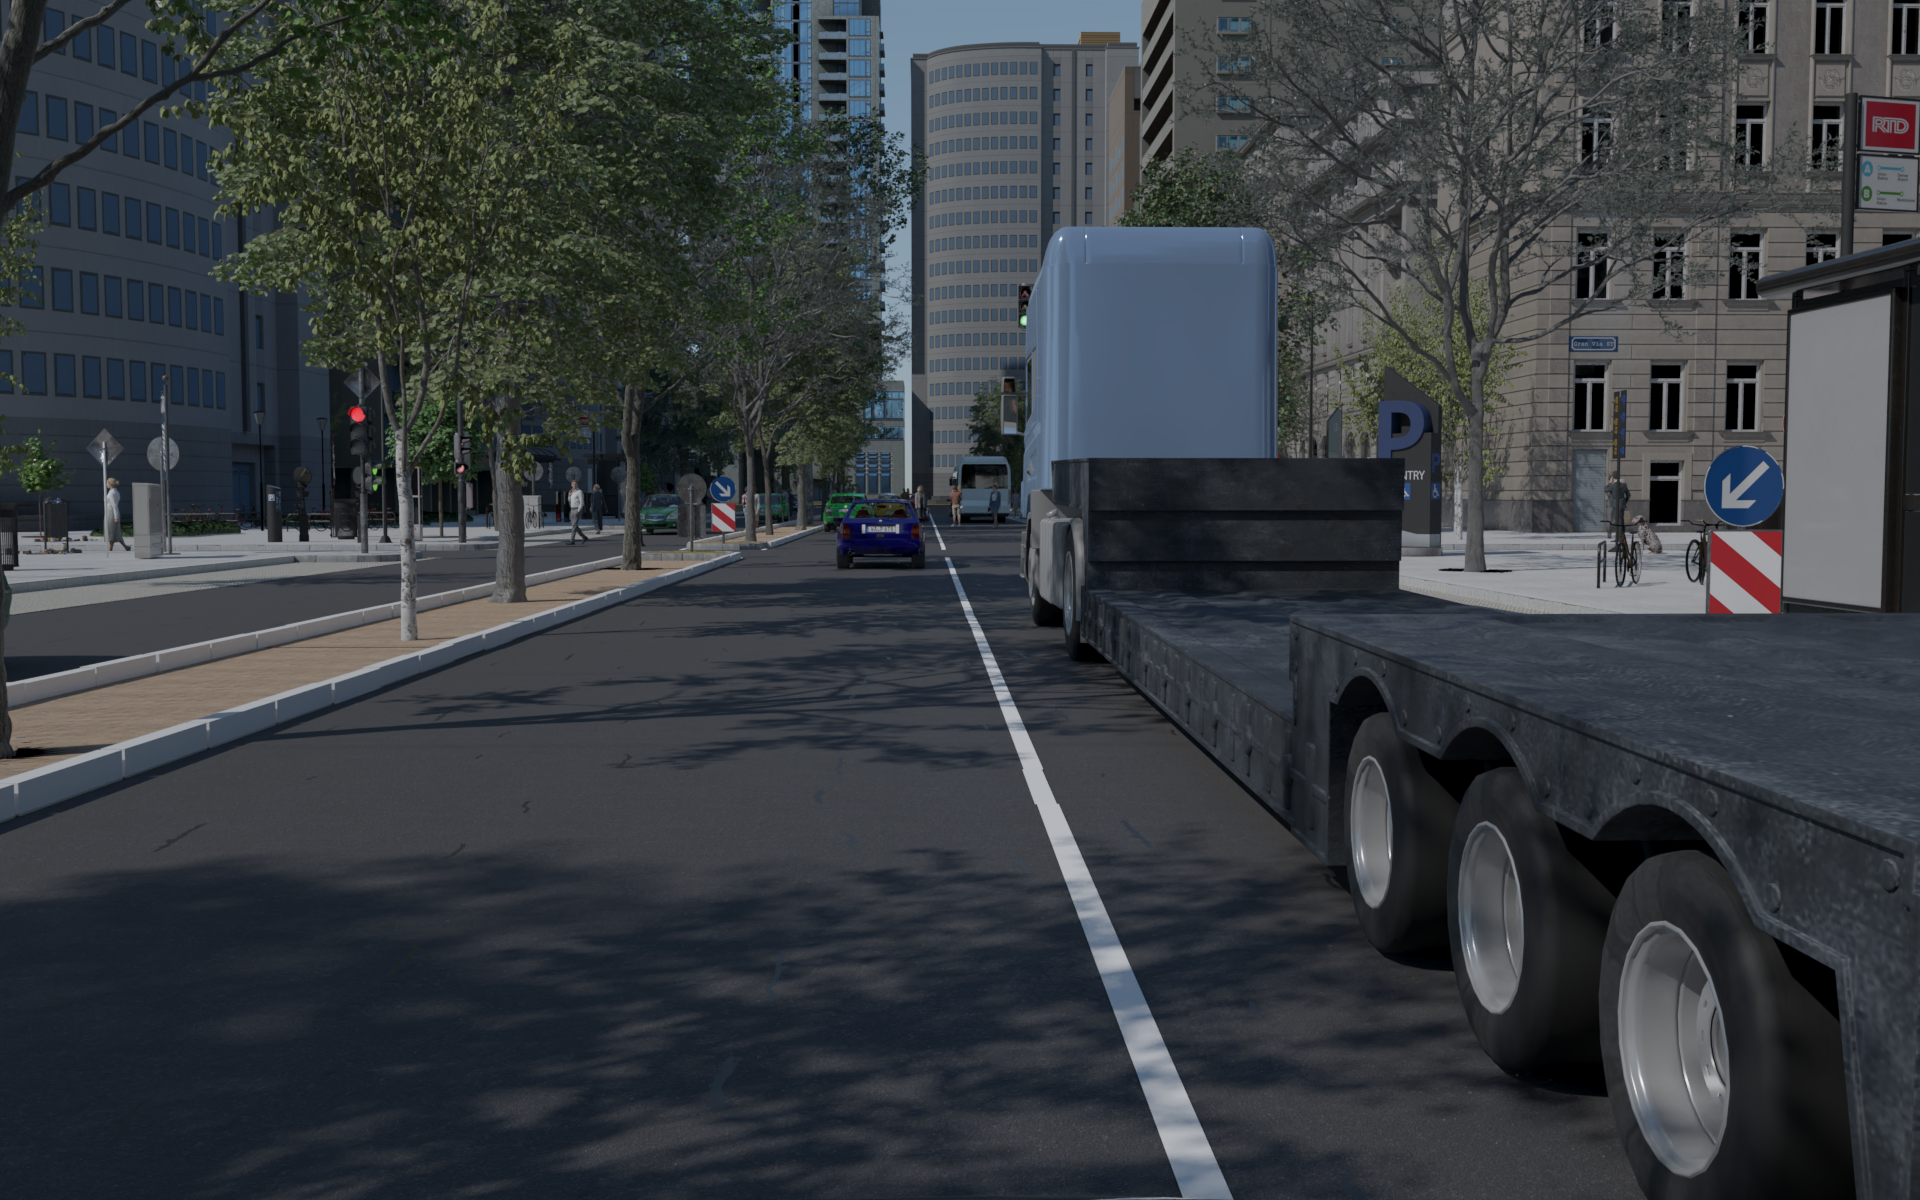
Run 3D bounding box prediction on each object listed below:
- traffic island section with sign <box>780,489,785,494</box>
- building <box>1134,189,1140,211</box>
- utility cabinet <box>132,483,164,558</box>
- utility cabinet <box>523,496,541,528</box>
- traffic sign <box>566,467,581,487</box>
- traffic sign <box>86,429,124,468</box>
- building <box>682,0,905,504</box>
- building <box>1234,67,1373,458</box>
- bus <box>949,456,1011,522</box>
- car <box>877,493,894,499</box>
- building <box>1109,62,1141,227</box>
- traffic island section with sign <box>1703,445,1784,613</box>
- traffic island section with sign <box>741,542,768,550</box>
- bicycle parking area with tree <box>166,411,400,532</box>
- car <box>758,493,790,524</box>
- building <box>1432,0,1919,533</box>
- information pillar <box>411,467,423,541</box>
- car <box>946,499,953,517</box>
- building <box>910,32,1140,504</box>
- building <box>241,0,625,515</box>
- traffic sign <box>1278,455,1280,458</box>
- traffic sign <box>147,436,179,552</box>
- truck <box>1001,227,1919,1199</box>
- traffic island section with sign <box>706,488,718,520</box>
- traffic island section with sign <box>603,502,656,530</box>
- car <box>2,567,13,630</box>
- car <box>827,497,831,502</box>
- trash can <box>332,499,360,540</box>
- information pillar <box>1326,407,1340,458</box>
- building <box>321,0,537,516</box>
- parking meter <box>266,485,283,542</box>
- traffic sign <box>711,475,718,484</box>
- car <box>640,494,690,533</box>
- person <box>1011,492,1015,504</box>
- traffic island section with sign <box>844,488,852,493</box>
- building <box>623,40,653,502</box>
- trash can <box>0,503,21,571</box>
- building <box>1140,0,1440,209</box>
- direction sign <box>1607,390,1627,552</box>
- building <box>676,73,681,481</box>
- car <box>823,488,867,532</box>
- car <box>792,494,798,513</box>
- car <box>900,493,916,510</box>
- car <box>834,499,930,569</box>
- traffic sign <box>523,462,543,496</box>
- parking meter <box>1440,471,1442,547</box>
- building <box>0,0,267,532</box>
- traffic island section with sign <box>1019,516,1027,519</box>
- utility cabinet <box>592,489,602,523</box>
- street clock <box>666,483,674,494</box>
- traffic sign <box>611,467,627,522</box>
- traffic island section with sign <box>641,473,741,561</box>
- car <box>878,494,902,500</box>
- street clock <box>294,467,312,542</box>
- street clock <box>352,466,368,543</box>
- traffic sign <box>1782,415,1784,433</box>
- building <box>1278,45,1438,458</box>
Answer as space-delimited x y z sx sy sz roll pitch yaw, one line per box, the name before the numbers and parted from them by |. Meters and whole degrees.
traffic island section with sign | -15.003 -8.502 147.642 1.989 1.847 2.006 0 4 -1
building | 23.211 -24.029 164.582 14.160 30.474 14.107 0 4 -1
utility cabinet | -16.197 -1.584 34.584 0.318 1.500 1.173 -1 4 -13
utility cabinet | -16.612 -3.385 66.502 1.020 1.237 0.306 1 4 11
traffic sign | -17.895 -4.897 80.176 0.768 2.556 0.104 0 4 8
traffic sign | -17.187 -2.147 34.838 0.795 2.593 0.064 0 4 7
building | -22.754 -55.746 224.117 31.000 86.520 22.319 0 4 -1
building | 23.128 -19.052 108.760 12.463 27.353 25.104 0 4 -1
bus | 1.020 -5.892 91.195 2.948 3.499 13.247 0 4 -2
car | -5.180 -6.991 123.896 1.945 1.707 3.694 0 4 0
building | 22.968 -32.339 178.846 14.600 45.320 14.200 0 4 -1
traffic island section with sign | 6.260 -0.382 14.881 1.989 1.847 2.006 0 4 -1
traffic island section with sign | -6.108 -2.271 45.270 2.006 1.907 1.989 0 4 -1
bicycle parking area with tree | -24.219 -4.622 62.569 9.016 4.147 8.231 1 4 16
car | -9.360 -4.631 84.505 1.959 1.807 4.718 0 4 1
building | 30.919 -16.217 62.419 25.104 27.353 12.463 0 4 -1
information pillar | -14.756 -2.596 46.936 0.304 2.012 0.304 0 4 -4
car | 0.230 -6.131 109.289 2.155 1.783 4.494 0 4 -2
building | 7.755 -41.746 224.549 28.212 58.520 21.231 0 4 -1
building | -39.138 -36.222 134.224 21.231 58.520 28.212 0 4 -1
traffic sign | 8.880 -3.003 49.102 0.884 2.594 0.081 0 4 2
traffic sign | -17.573 -2.329 38.188 0.768 2.556 0.104 0 4 7
truck | 2.235 -1.344 11.735 2.967 4.110 18.799 0 4 -2
traffic island section with sign | -13.896 -5.426 97.351 1.989 1.847 2.006 0 4 -1
traffic island section with sign | -13.301 -3.758 70.065 1.989 1.847 2.006 0 4 -1
car | -8.705 -0.037 12.410 2.131 1.459 4.920 0 4 -3
car | -12.567 -10.250 177.375 2.009 1.686 4.222 0 4 -1
trash can | -17.356 -2.281 48.955 0.748 1.137 0.748 0 3 0
information pillar | 9.963 -3.360 46.298 0.504 3.616 0.183 -3 5 -40
building | -38.564 -27.532 104.774 22.147 44.769 28.867 0 4 -1
parking meter | -18.237 -2.304 46.080 0.372 1.533 0.369 0 3 0
traffic sign | -16.650 -7.136 116.779 0.768 2.556 0.104 0 4 0
car | -10.629 -3.101 62.503 2.131 1.459 4.920 0 4 -1
person | 5.669 -11.064 187.657 0.721 1.735 1.217 2 4 28
traffic island section with sign | -7.775 -6.866 120.390 2.006 1.907 1.989 0 4 -1
building | -35.828 -30.933 155.871 14.600 45.320 14.200 0 4 -1
trash can | -16.111 -1.060 28.991 0.748 1.137 0.748 0 3 0
building | 27.072 -31.923 145.647 21.300 48.544 21.600 0 4 -1
direction sign | 14.479 -2.819 38.081 0.379 3.537 0.876 0 4 5
building | -39.676 -44.948 173.157 20.611 71.187 20.563 0 4 -1
car | -4.253 -3.551 66.855 1.959 1.807 4.718 0 4 0
car | -11.953 -7.266 128.578 2.009 1.686 4.222 0 3 0
car | -4.671 -8.924 154.950 2.155 1.783 4.494 0 4 -2
car | -1.567 -1.347 34.599 1.945 1.354 3.894 0 4 -2
traffic sign | -16.551 -4.103 67.191 0.768 2.556 0.104 0 4 -1
parking meter | 10.400 -1.975 38.004 0.255 1.863 0.399 2 4 31
building | -40.569 -32.161 67.829 21.231 58.520 28.212 0 4 -1
traffic island section with sign | 4.406 -5.505 98.631 1.989 1.847 2.006 0 4 -1
utility cabinet | -15.724 -4.056 74.997 0.318 1.500 1.173 0 4 -6
street clock | -19.780 -6.946 118.132 0.471 2.002 0.358 -2 4 -27
traffic sign | -15.872 -4.924 80.608 0.768 2.556 0.104 0 4 2
traffic island section with sign | -5.954 -1.818 37.864 2.006 1.907 1.989 0 4 -1
car | -3.942 -5.298 96.843 2.015 1.641 3.980 0 4 -3
street clock | -17.666 -2.570 46.595 0.358 2.002 0.471 1 4 16
street clock | -15.691 -2.499 45.429 0.471 2.002 0.358 2 4 31
traffic sign | 10.657 -1.320 21.686 0.768 2.556 0.104 0 4 7
building | 24.198 -14.808 83.917 13.314 21.916 24.055 0 4 -1
